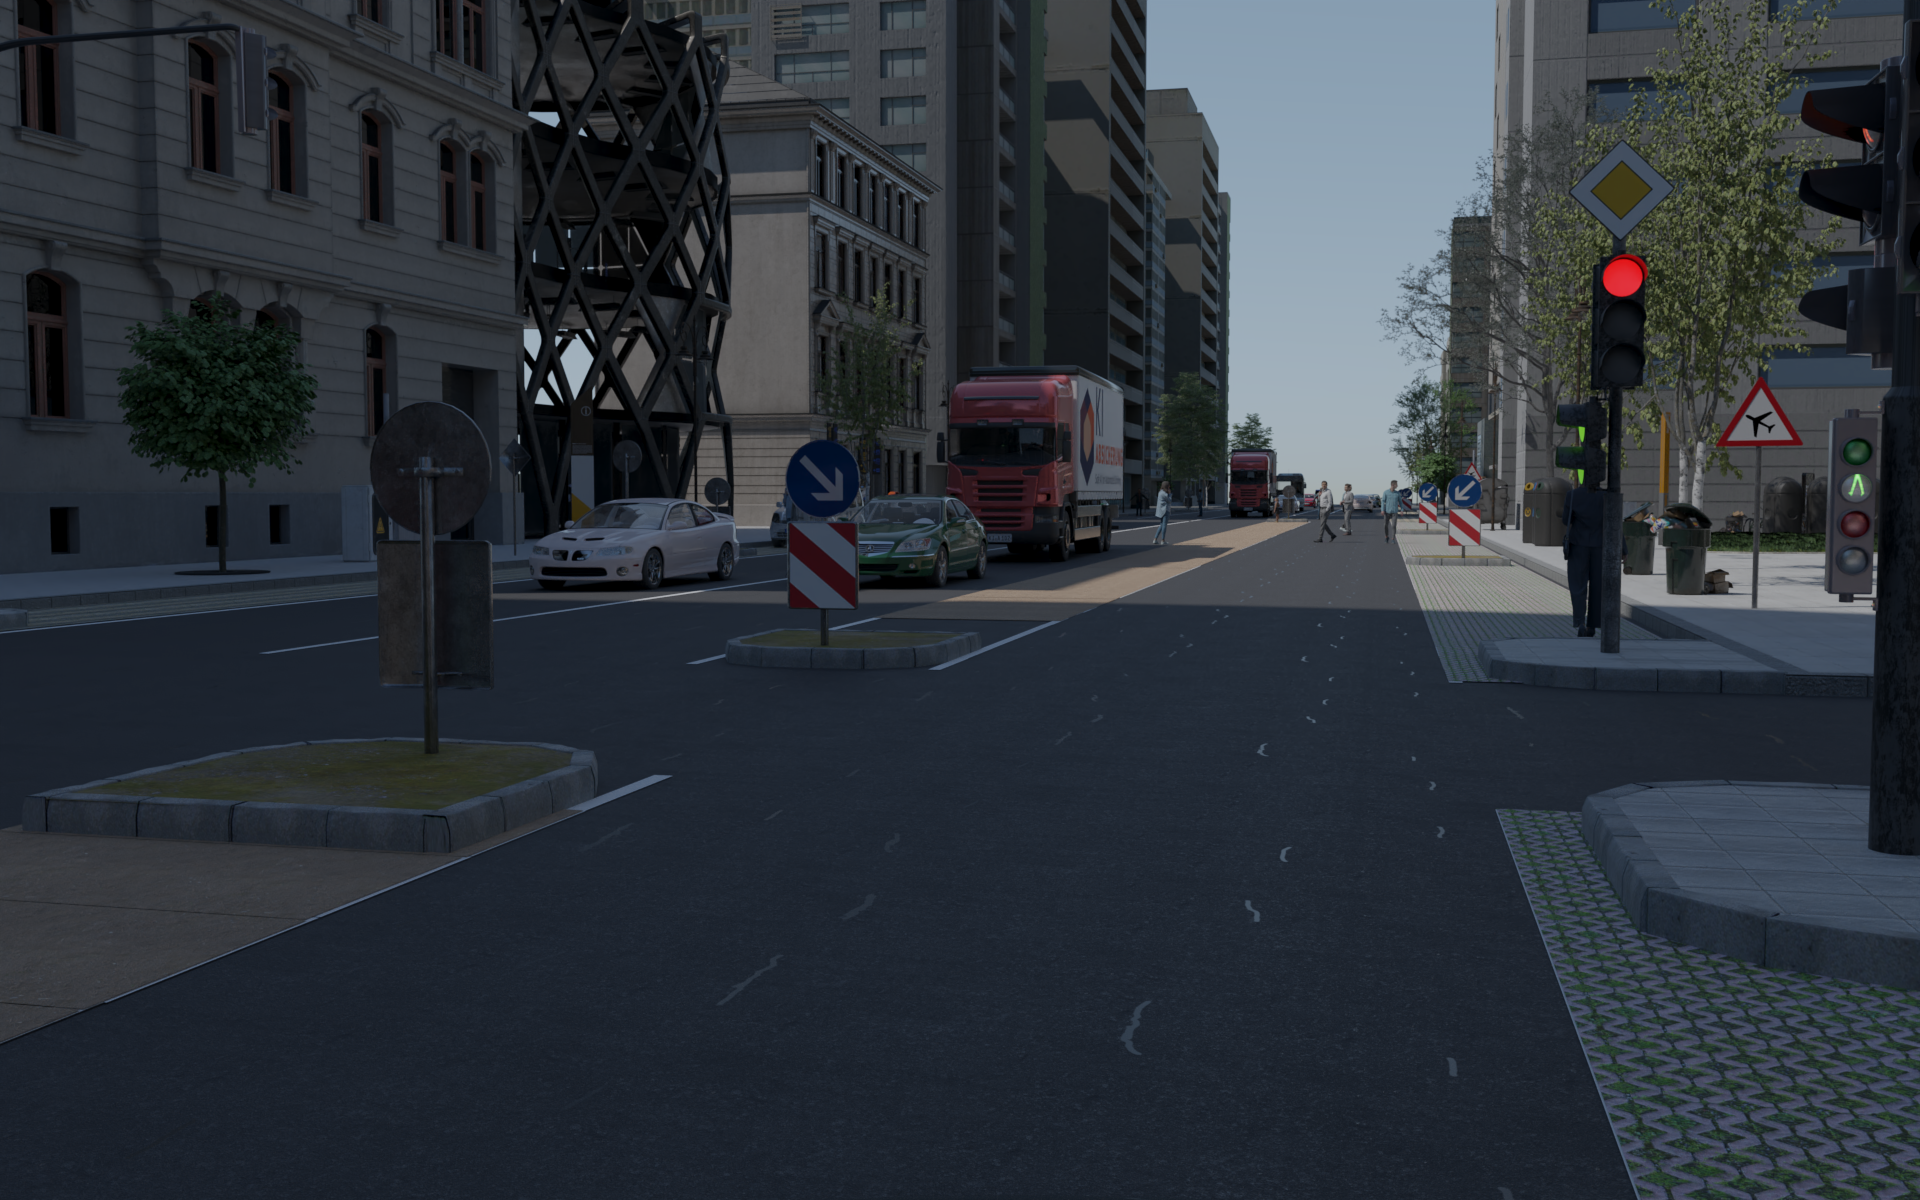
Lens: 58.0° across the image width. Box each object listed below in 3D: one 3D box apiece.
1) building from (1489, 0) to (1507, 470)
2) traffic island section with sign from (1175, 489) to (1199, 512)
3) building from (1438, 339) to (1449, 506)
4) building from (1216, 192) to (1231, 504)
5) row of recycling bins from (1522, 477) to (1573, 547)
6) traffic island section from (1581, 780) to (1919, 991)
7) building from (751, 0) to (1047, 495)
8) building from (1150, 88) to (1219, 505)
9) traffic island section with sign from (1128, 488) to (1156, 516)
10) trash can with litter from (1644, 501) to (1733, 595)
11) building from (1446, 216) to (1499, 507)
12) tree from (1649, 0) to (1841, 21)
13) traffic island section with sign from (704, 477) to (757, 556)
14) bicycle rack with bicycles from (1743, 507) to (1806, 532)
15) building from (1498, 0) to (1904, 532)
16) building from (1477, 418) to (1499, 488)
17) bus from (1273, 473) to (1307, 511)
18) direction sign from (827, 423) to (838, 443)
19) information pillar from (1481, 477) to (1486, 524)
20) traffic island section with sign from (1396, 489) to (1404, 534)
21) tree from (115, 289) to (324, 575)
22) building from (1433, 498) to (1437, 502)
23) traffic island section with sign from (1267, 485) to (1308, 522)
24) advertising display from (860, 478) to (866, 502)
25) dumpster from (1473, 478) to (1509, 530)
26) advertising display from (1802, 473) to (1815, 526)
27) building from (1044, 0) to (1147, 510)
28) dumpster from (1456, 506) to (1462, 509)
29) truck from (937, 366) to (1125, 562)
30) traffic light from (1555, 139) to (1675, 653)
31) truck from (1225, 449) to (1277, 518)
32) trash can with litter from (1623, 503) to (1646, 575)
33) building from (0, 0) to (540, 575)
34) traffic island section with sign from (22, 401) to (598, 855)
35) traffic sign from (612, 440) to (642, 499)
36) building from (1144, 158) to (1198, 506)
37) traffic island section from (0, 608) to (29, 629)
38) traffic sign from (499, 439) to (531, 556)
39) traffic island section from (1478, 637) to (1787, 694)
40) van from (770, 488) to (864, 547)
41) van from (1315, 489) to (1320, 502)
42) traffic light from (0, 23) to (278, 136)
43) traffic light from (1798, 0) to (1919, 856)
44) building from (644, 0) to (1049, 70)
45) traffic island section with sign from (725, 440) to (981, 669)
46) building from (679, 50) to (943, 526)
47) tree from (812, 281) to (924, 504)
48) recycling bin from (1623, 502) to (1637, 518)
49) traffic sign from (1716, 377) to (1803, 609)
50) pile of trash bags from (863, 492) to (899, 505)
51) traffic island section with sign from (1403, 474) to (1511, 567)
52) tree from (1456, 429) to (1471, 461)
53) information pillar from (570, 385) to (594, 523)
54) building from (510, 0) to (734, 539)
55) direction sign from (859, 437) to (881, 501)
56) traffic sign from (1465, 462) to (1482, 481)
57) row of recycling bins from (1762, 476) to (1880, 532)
[{"bbox_3d":[48.283,-31.775,108.757,28.713,52.752,27.495,1,4,14],"label":"building"},{"bbox_3d":[18.654,-8.102,141.103,1.989,1.847,2.006,1,4,14],"label":"traffic island section with sign"},{"bbox_3d":[70.159,-21.705,199.923,27.650,21.520,28.899,1,4,14],"label":"building"},{"bbox_3d":[28.045,-33.390,229.523,14.154,41.232,14.086,1,4,14],"label":"building"},{"bbox_3d":[14.881,-2.242,43.765,1.069,1.692,3.534,1,4,12],"label":"row of recycling bins"},{"bbox_3d":[3.399,0.980,6.256,2.009,0.180,2.903,1,4,14],"label":"traffic island section"},{"bbox_3d":[-3.164,-25.473,100.084,14.154,41.232,14.086,1,4,14],"label":"building"},{"bbox_3d":[19.912,-36.013,212.519,21.300,48.544,21.600,1,4,14],"label":"building"},{"bbox_3d":[12.294,-6.500,114.906,1.989,1.847,2.006,1,4,14],"label":"traffic island section with sign"},{"bbox_3d":[9.439,-0.666,22.277,1.055,1.170,0.624,-2,4,-34],"label":"trash can with litter"},{"bbox_3d":[58.159,-25.001,180.467,14.160,30.474,14.107,1,4,14],"label":"building"},{"bbox_3d":[10.266,-4.512,24.141,4.737,8.622,4.395,0,3,0],"label":"tree"},{"bbox_3d":[-5.818,-1.936,40.275,1.989,1.847,2.006,1,4,14],"label":"traffic island section with sign"},{"bbox_3d":[22.839,-2.093,47.606,2.925,0.926,2.852,-1,4,-13],"label":"bicycle rack with bicycles"},{"bbox_3d":[32.948,-32.239,69.105,21.231,58.520,28.212,1,4,14],"label":"building"},{"bbox_3d":[54.071,-50.417,136.988,22.319,86.520,31.000,1,4,14],"label":"building"},{"bbox_3d":[27.983,-9.318,147.215,2.948,3.499,13.247,1,4,12],"label":"bus"},{"bbox_3d":[-4.081,-3.876,55.369,0.379,3.537,0.876,1,4,17],"label":"direction sign"},{"bbox_3d":[22.180,-4.241,73.829,0.304,2.012,0.304,-3,5,-44],"label":"information pillar"},{"bbox_3d":[16.504,-3.239,61.587,1.989,1.847,2.006,1,4,14],"label":"traffic island section with sign"},{"bbox_3d":[-11.897,-2.695,27.771,4.285,4.588,4.351,0,3,0],"label":"tree"},{"bbox_3d":[78.069,-32.621,225.241,32.217,40.220,23.993,1,4,14],"label":"building"},{"bbox_3d":[16.709,-4.898,88.218,2.006,1.907,1.989,1,4,14],"label":"traffic island section with sign"},{"bbox_3d":[-4.103,-4.021,70.952,0.974,1.923,0.123,-3,4,-37],"label":"advertising display"},{"bbox_3d":[19.029,-3.448,62.137,1.264,1.857,1.865,1,4,14],"label":"dumpster"},{"bbox_3d":[25.599,-2.881,52.312,0.123,1.923,0.974,3,5,40],"label":"advertising display"},{"bbox_3d":[3.270,-31.733,142.537,21.300,48.544,21.600,1,4,14],"label":"building"},{"bbox_3d":[22.325,-4.284,75.810,1.264,1.857,1.865,1,4,13],"label":"dumpster"},{"bbox_3d":[1.887,-3.141,40.268,2.839,4.237,11.283,1,4,12],"label":"truck"},{"bbox_3d":[5.246,-1.528,13.912,0.839,4.253,0.868,1,4,14],"label":"traffic light"},{"bbox_3d":[18.479,-7.356,109.182,2.839,4.237,11.283,1,4,13],"label":"truck"},{"bbox_3d":[10.553,-0.991,27.589,1.055,1.170,0.624,2,4,24],"label":"trash can with litter"},{"bbox_3d":[-19.837,-15.099,34.253,14.401,28.519,23.554,1,4,14],"label":"building"},{"bbox_3d":[-2.761,0.009,7.993,2.006,1.907,1.989,1,4,14],"label":"traffic island section with sign"},{"bbox_3d":[-7.880,-2.498,40.944,0.768,2.556,0.104,1,4,18],"label":"traffic sign"},{"bbox_3d":[9.659,-30.575,191.775,32.217,40.220,23.993,1,4,14],"label":"building"},{"bbox_3d":[-11.230,0.261,18.014,2.009,0.180,2.903,1,4,14],"label":"traffic island section"},{"bbox_3d":[-9.274,-2.132,36.051,0.795,2.450,0.064,1,4,22],"label":"traffic sign"},{"bbox_3d":[5.282,0.505,14.017,2.009,0.180,2.903,1,4,14],"label":"traffic island section"},{"bbox_3d":[-3.876,-2.470,47.400,2.013,2.044,4.112,1,4,13],"label":"van"},{"bbox_3d":[45.716,-13.087,218.360,2.240,2.365,5.245,1,4,16],"label":"van"},{"bbox_3d":[-9.140,-2.614,17.411,4.771,5.953,1.251,1,4,14],"label":"traffic light"},{"bbox_3d":[1.308,-1.947,6.504,4.771,5.953,1.251,1,4,14],"label":"traffic light"},{"bbox_3d":[-8.102,-26.296,121.825,32.217,40.220,23.993,1,4,14],"label":"building"},{"bbox_3d":[-1.005,-0.431,15.189,2.006,1.907,1.989,1,4,14],"label":"traffic island section with sign"},{"bbox_3d":[-8.239,-13.021,77.526,10.561,19.102,19.286,1,4,14],"label":"building"},{"bbox_3d":[-3.272,-6.750,60.724,4.737,8.622,4.395,0,3,0],"label":"tree"},{"bbox_3d":[21.488,-2.677,56.323,0.722,1.027,0.722,-1,4,-8],"label":"recycling bin"},{"bbox_3d":[8.907,-1.183,19.342,0.884,2.594,0.081,1,4,22],"label":"traffic sign"},{"bbox_3d":[-3.207,-3.467,66.444,1.912,1.369,3.447,2,4,25],"label":"pile of trash bags"},{"bbox_3d":[10.090,-1.622,35.152,1.989,1.847,2.006,1,4,14],"label":"traffic island section with sign"},{"bbox_3d":[14.550,-5.441,39.317,4.737,8.622,4.395,0,3,0],"label":"tree"},{"bbox_3d":[-8.134,-2.815,37.387,0.504,3.616,0.183,-1,4,-15],"label":"information pillar"},{"bbox_3d":[-16.091,-11.448,54.635,16.820,18.784,16.811,1,4,14],"label":"building"},{"bbox_3d":[-3.597,-4.722,69.196,0.876,3.537,0.379,-1,4,-20],"label":"direction sign"},{"bbox_3d":[20.882,-4.326,70.732,0.884,2.594,0.081,1,4,14],"label":"traffic sign"},{"bbox_3d":[20.634,-2.030,40.302,3.534,1.692,1.069,1,4,15],"label":"row of recycling bins"}]
